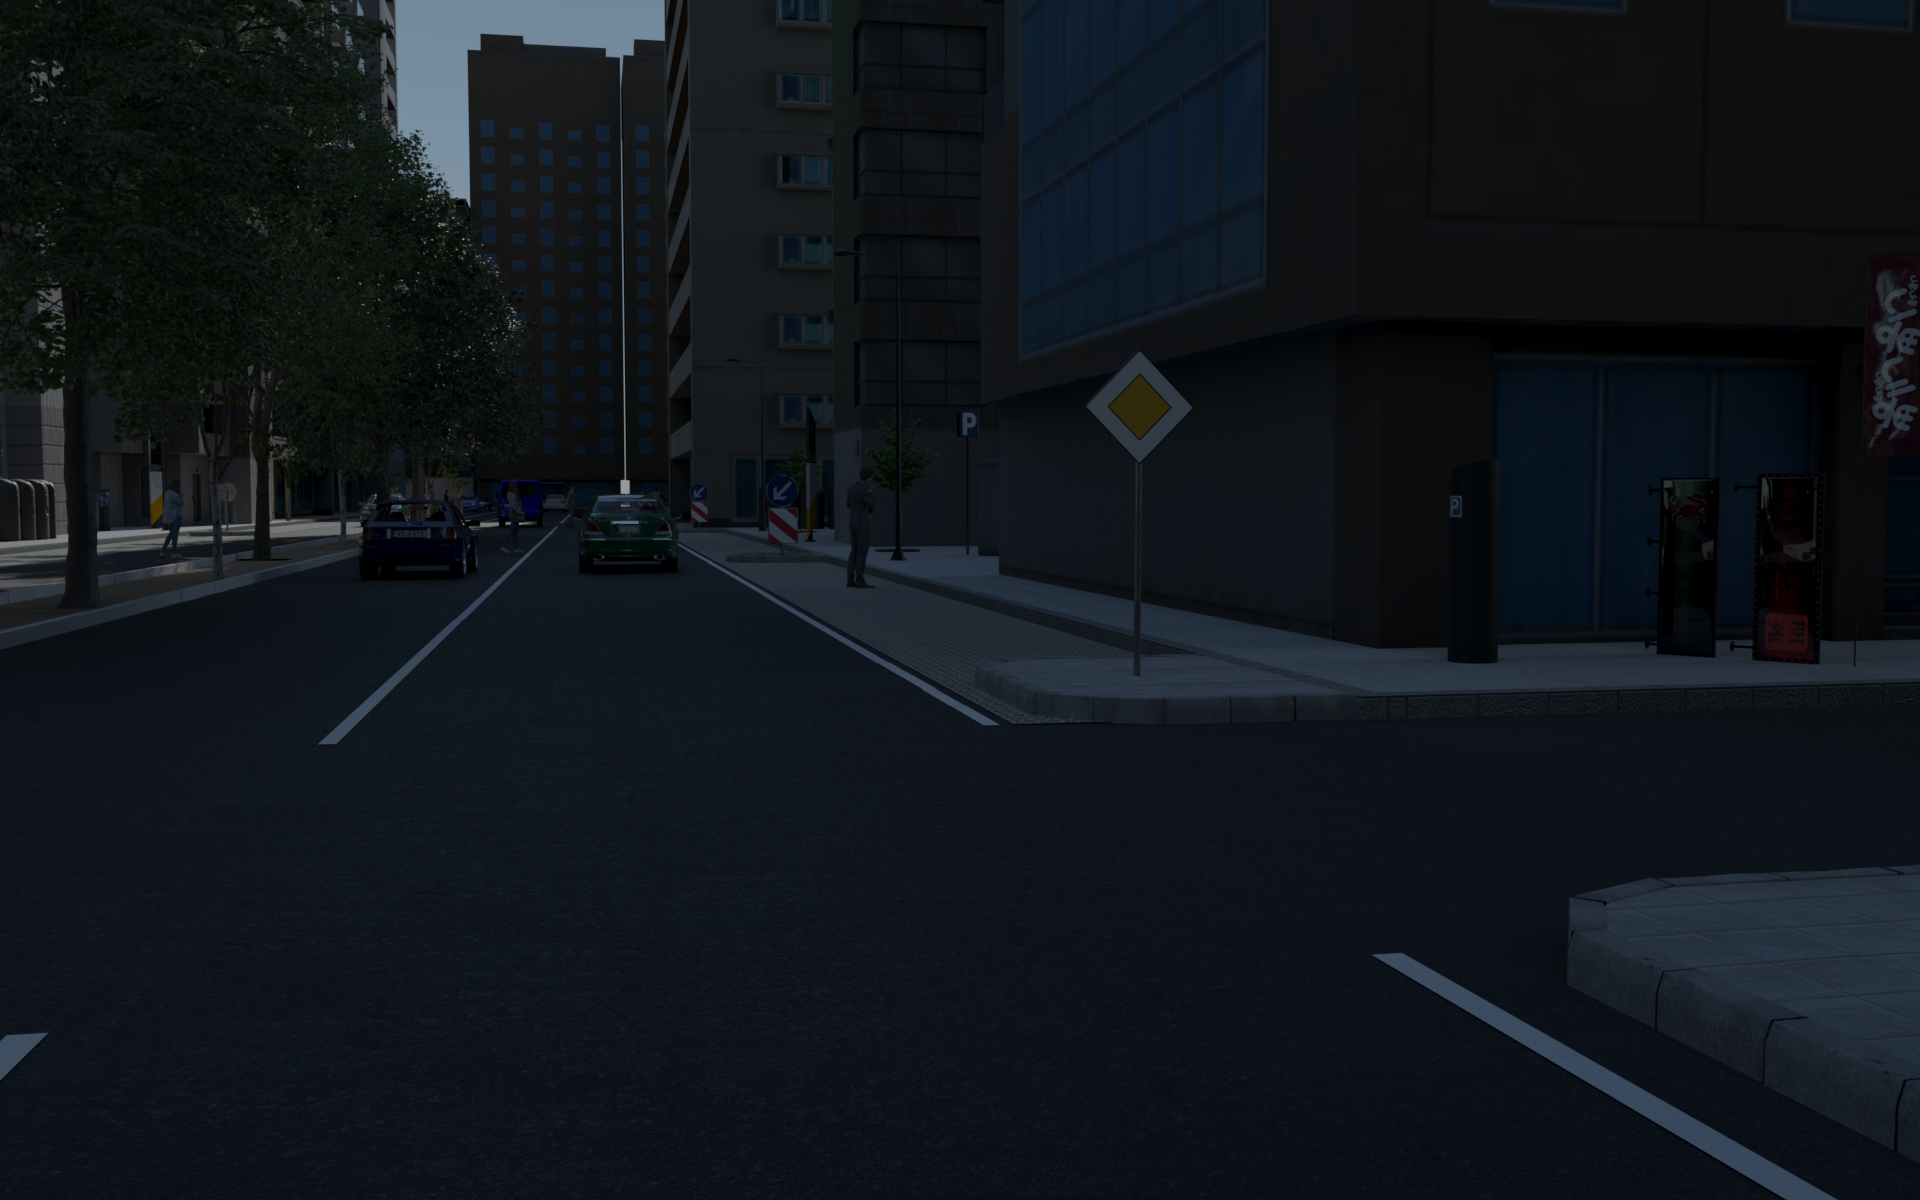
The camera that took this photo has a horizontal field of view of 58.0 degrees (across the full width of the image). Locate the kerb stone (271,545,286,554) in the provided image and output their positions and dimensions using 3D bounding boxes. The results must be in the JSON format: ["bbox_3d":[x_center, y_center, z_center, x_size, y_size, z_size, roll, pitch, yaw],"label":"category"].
[{"bbox_3d":[-16.562,-1.213,42.023,0.120,0.150,1.000,-1,4,-12],"label":"kerb stone"}]

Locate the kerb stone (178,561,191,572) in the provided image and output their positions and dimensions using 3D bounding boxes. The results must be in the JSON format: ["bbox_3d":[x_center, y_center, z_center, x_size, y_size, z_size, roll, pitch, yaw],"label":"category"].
[{"bbox_3d":[-14.433,-0.600,32.003,0.120,0.150,1.000,-1,4,-12],"label":"kerb stone"}]

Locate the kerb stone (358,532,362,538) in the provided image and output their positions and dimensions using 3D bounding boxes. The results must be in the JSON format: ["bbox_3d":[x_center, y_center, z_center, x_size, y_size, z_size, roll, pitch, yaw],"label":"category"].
[{"bbox_3d":[-19.550,-2.072,56.072,0.120,0.150,1.000,-1,4,-12],"label":"kerb stone"}]

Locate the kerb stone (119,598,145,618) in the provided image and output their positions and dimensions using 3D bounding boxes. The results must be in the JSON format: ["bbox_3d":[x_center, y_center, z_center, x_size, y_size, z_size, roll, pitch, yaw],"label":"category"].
[{"bbox_3d":[-9.813,0.112,20.374,0.120,0.150,1.000,-1,4,-12],"label":"kerb stone"}]

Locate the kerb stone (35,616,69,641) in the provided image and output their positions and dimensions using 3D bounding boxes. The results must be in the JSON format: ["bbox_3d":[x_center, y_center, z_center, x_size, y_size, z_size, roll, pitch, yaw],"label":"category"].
[{"bbox_3d":[-9.176,0.296,17.362,0.120,0.150,1.000,-1,4,-12],"label":"kerb stone"}]

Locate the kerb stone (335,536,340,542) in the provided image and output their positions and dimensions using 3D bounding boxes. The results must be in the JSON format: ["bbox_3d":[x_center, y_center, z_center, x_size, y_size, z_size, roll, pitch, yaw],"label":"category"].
[{"bbox_3d":[-18.478,-1.760,51.057,0.120,0.150,1.000,-1,4,-12],"label":"kerb stone"}]

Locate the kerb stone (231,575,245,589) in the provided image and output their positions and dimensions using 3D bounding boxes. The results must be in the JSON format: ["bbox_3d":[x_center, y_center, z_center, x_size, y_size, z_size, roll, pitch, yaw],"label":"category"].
[{"bbox_3d":[-11.100,-0.257,26.399,0.120,0.150,1.000,-1,4,-12],"label":"kerb stone"}]

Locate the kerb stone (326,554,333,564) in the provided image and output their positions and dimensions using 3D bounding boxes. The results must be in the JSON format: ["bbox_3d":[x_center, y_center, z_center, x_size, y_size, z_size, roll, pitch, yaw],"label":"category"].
[{"bbox_3d":[-13.017,-0.809,35.422,0.120,0.150,1.000,-1,4,-12],"label":"kerb stone"}]

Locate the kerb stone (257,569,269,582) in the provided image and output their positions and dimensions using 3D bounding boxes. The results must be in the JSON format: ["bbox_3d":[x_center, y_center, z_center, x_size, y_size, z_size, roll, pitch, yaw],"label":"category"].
[{"bbox_3d":[-11.525,-0.380,28.407,0.120,0.150,1.000,-1,4,-12],"label":"kerb stone"}]

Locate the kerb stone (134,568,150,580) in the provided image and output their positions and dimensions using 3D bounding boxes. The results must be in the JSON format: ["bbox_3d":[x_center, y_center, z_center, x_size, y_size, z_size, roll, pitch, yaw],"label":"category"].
[{"bbox_3d":[-13.795,-0.415,28.996,0.120,0.150,1.000,-1,4,-12],"label":"kerb stone"}]

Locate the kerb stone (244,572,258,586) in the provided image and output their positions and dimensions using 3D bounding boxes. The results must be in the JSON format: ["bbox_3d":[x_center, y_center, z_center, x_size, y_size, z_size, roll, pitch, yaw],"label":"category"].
[{"bbox_3d":[-11.310,-0.318,27.400,0.120,0.150,1.000,-1,4,-12],"label":"kerb stone"}]

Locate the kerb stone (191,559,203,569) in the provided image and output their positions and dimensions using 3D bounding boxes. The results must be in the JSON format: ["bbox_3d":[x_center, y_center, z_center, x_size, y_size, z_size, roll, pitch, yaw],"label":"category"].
[{"bbox_3d":[-14.647,-0.661,33.005,0.120,0.150,1.000,-1,4,-12],"label":"kerb stone"}]

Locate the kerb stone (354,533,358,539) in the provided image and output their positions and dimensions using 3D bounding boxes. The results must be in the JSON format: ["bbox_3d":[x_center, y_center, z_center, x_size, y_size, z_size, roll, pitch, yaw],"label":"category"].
[{"bbox_3d":[-19.344,-2.010,55.066,0.120,0.150,1.000,-1,4,-12],"label":"kerb stone"}]

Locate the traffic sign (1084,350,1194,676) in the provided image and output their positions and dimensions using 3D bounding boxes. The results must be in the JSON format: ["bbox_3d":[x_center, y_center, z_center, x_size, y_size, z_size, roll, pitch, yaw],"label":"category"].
[{"bbox_3d":[1.246,-0.520,12.152,0.795,2.450,0.064,-1,4,-12],"label":"traffic sign"}]

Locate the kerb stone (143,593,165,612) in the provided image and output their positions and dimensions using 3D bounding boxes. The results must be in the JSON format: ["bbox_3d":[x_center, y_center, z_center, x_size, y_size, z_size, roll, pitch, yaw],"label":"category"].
[{"bbox_3d":[-10.033,0.050,21.378,0.120,0.150,1.000,-1,4,-12],"label":"kerb stone"}]

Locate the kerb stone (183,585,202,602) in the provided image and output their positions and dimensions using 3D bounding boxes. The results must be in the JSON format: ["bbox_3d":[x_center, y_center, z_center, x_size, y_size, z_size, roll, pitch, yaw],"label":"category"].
[{"bbox_3d":[-10.455,-0.073,23.396,0.120,0.150,1.000,-1,4,-12],"label":"kerb stone"}]

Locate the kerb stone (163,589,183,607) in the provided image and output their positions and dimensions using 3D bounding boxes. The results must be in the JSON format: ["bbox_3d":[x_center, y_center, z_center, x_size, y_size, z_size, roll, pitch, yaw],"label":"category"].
[{"bbox_3d":[-10.252,-0.011,22.383,0.120,0.150,1.000,-1,4,-12],"label":"kerb stone"}]

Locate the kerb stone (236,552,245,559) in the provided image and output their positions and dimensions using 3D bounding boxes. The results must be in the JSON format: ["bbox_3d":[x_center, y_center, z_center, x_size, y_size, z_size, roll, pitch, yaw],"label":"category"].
[{"bbox_3d":[-15.504,-0.898,37.010,0.120,0.150,1.000,-1,4,-12],"label":"kerb stone"}]

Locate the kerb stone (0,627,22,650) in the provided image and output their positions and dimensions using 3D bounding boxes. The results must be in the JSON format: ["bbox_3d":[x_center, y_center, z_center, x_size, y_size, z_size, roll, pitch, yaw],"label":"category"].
[{"bbox_3d":[-8.966,0.357,16.361,0.120,0.150,1.000,-1,4,-12],"label":"kerb stone"}]

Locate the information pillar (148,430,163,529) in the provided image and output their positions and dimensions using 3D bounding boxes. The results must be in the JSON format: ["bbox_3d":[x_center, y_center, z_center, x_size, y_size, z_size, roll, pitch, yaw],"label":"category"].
[{"bbox_3d":[-29.598,-4.425,63.711,0.183,3.616,0.504,2,4,26],"label":"information pillar"}]

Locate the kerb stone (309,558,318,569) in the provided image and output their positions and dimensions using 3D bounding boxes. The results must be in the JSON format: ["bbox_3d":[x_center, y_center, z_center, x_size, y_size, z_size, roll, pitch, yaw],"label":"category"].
[{"bbox_3d":[-12.584,-0.684,33.417,0.120,0.150,1.000,-1,4,-12],"label":"kerb stone"}]

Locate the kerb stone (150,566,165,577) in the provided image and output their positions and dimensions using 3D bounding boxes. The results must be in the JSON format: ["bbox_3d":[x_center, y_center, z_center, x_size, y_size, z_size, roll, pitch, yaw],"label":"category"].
[{"bbox_3d":[-14.008,-0.477,29.996,0.120,0.150,1.000,-1,4,-12],"label":"kerb stone"}]

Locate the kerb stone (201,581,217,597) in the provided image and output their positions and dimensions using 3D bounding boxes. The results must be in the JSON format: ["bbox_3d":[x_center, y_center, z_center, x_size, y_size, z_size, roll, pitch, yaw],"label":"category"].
[{"bbox_3d":[-10.675,-0.134,24.398,0.120,0.150,1.000,-1,4,-12],"label":"kerb stone"}]

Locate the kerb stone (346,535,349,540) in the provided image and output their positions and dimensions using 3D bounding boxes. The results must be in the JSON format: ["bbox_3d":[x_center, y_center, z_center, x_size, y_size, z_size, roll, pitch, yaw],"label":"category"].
[{"bbox_3d":[-18.919,-1.888,53.057,0.120,0.150,1.000,-1,4,-12],"label":"kerb stone"}]

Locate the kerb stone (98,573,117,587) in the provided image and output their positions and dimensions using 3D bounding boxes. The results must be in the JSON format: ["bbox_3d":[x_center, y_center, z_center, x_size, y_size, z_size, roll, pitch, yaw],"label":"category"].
[{"bbox_3d":[-13.376,-0.291,26.983,0.120,0.150,1.000,-1,4,-12],"label":"kerb stone"}]

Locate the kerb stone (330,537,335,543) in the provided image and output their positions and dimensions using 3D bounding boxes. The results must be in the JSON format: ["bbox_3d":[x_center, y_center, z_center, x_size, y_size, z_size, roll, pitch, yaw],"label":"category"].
[{"bbox_3d":[-18.277,-1.704,50.054,0.120,0.150,1.000,-1,4,-12],"label":"kerb stone"}]

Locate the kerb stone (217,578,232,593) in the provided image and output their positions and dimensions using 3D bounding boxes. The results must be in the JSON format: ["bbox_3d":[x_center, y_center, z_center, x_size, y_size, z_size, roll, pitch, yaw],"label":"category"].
[{"bbox_3d":[-10.883,-0.196,25.400,0.120,0.150,1.000,-1,4,-12],"label":"kerb stone"}]

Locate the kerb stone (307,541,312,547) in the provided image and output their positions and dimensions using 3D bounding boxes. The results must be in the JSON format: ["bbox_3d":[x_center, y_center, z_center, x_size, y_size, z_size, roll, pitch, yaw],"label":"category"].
[{"bbox_3d":[-17.428,-1.459,46.046,0.120,0.150,1.000,-1,4,-12],"label":"kerb stone"}]

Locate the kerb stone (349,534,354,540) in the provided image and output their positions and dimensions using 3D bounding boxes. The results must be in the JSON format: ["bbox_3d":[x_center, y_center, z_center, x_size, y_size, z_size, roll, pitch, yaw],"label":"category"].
[{"bbox_3d":[-19.128,-1.949,54.061,0.120,0.150,1.000,-1,4,-12],"label":"kerb stone"}]

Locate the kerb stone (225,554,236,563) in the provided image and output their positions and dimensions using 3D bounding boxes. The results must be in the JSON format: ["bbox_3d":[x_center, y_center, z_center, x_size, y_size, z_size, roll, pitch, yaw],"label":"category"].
[{"bbox_3d":[-15.283,-0.839,36.012,0.120,0.150,1.000,-1,4,-12],"label":"kerb stone"}]

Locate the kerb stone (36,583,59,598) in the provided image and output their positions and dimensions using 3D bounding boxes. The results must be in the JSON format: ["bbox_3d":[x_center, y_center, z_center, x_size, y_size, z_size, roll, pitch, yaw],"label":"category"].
[{"bbox_3d":[-12.724,-0.104,23.964,0.120,0.150,1.000,-1,4,-12],"label":"kerb stone"}]

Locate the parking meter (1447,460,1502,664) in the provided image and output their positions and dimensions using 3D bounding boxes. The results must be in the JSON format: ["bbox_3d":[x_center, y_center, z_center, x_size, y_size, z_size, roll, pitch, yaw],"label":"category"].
[{"bbox_3d":[3.926,-0.294,13.222,0.372,1.533,0.369,0,3,0],"label":"parking meter"}]

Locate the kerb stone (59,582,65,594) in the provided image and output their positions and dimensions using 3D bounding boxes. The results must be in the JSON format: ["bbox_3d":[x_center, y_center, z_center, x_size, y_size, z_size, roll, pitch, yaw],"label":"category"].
[{"bbox_3d":[-12.944,-0.164,24.971,0.120,0.150,1.000,-1,4,-12],"label":"kerb stone"}]

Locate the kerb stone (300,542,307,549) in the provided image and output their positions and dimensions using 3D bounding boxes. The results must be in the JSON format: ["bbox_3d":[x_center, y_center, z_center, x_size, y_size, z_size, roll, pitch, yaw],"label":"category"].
[{"bbox_3d":[-17.208,-1.398,45.048,0.120,0.150,1.000,-1,4,-12],"label":"kerb stone"}]

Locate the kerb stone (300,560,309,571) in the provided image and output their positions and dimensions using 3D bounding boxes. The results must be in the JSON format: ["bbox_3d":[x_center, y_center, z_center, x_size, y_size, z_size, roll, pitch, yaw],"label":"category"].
[{"bbox_3d":[-12.374,-0.618,32.417,0.120,0.150,1.000,-1,4,-12],"label":"kerb stone"}]

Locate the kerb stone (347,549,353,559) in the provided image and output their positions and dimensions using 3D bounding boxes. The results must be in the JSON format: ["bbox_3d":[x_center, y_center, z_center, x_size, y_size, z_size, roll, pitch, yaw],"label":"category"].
[{"bbox_3d":[-13.661,-0.987,38.441,0.120,0.150,1.000,-1,4,-12],"label":"kerb stone"}]

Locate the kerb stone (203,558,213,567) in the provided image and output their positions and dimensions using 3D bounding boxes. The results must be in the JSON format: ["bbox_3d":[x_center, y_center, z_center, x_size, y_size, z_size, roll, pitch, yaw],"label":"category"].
[{"bbox_3d":[-14.860,-0.722,34.011,0.120,0.150,1.000,-1,4,-12],"label":"kerb stone"}]

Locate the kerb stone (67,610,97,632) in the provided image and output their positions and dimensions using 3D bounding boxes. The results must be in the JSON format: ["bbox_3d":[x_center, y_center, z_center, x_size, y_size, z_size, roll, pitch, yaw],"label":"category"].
[{"bbox_3d":[-9.390,0.235,18.366,0.120,0.150,1.000,-1,4,-12],"label":"kerb stone"}]

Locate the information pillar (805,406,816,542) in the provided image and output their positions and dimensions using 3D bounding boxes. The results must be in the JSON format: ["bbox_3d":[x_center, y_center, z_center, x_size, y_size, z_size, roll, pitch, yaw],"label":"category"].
[{"bbox_3d":[-4.003,-3.375,46.540,0.183,3.616,0.504,1,4,17],"label":"information pillar"}]

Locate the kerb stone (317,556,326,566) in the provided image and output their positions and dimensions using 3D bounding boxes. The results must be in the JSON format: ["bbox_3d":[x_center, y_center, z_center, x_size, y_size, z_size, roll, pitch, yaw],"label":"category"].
[{"bbox_3d":[-12.794,-0.748,34.424,0.120,0.150,1.000,-1,4,-12],"label":"kerb stone"}]

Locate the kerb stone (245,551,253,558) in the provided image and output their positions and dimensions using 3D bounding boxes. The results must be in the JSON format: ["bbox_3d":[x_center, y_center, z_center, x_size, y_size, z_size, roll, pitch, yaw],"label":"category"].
[{"bbox_3d":[-15.709,-0.967,38.015,0.120,0.150,1.000,-1,4,-12],"label":"kerb stone"}]

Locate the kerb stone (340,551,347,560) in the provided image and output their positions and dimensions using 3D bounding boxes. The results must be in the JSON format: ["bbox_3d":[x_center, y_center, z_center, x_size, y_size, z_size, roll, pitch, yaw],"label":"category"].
[{"bbox_3d":[-13.451,-0.932,37.441,0.120,0.150,1.000,-1,4,-12],"label":"kerb stone"}]

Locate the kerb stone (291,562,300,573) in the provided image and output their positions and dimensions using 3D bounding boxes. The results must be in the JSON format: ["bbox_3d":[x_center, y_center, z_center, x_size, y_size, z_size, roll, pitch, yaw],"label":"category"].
[{"bbox_3d":[-12.165,-0.564,31.415,0.120,0.150,1.000,-1,4,-12],"label":"kerb stone"}]

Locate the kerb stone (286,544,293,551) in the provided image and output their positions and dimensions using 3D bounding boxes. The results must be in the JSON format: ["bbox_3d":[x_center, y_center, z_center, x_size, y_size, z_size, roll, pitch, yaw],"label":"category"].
[{"bbox_3d":[-16.780,-1.274,43.025,0.120,0.150,1.000,-1,4,-12],"label":"kerb stone"}]

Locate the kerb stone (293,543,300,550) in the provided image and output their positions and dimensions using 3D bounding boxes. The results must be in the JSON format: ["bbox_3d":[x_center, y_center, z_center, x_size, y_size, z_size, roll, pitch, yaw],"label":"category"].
[{"bbox_3d":[-16.992,-1.336,44.034,0.120,0.150,1.000,-1,4,-12],"label":"kerb stone"}]

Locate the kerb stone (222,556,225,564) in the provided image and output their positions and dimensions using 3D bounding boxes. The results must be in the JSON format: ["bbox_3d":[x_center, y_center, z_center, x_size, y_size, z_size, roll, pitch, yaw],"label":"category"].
[{"bbox_3d":[-15.070,-0.780,35.012,0.120,0.150,1.000,-1,4,-12],"label":"kerb stone"}]

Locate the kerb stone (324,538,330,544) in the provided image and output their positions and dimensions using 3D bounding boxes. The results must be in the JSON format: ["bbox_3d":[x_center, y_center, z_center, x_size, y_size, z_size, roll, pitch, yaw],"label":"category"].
[{"bbox_3d":[-18.063,-1.643,49.054,0.120,0.150,1.000,-1,4,-12],"label":"kerb stone"}]

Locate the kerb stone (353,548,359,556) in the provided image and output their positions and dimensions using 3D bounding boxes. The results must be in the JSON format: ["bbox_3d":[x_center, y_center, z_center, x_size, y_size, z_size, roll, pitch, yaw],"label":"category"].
[{"bbox_3d":[-13.878,-1.055,39.440,0.120,0.150,1.000,-1,4,-12],"label":"kerb stone"}]

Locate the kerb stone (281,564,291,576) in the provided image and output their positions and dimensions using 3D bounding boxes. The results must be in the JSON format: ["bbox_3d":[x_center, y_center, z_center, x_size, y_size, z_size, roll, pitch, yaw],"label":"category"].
[{"bbox_3d":[-11.948,-0.501,30.412,0.120,0.150,1.000,-1,4,-12],"label":"kerb stone"}]

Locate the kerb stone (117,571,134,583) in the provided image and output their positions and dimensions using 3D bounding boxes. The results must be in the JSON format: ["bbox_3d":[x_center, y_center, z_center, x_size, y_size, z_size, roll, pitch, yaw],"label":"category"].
[{"bbox_3d":[-13.578,-0.353,27.990,0.120,0.150,1.000,-1,4,-12],"label":"kerb stone"}]

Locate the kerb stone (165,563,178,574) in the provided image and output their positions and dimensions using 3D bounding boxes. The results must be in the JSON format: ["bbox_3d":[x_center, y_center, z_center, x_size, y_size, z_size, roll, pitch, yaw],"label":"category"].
[{"bbox_3d":[-14.221,-0.534,30.999,0.120,0.150,1.000,-1,4,-12],"label":"kerb stone"}]

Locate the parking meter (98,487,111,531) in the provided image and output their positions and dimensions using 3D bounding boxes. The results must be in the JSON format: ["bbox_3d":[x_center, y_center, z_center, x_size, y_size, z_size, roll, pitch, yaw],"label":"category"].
[{"bbox_3d":[-29.666,-3.157,60.030,0.372,1.533,0.369,0,3,0],"label":"parking meter"}]

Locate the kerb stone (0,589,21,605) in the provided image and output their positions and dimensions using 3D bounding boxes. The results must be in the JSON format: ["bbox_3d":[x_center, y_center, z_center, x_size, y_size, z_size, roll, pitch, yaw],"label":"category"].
[{"bbox_3d":[-12.511,-0.047,22.963,0.120,0.150,1.000,-1,4,-12],"label":"kerb stone"}]

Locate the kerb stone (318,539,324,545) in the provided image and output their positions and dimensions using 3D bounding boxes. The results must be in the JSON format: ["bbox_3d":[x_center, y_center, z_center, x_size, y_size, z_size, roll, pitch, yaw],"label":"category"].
[{"bbox_3d":[-17.847,-1.582,48.055,0.120,0.150,1.000,-1,4,-12],"label":"kerb stone"}]

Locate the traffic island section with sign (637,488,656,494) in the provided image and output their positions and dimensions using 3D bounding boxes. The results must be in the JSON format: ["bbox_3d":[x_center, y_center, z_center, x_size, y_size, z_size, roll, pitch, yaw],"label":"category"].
[{"bbox_3d":[-25.566,-7.936,138.380,1.989,1.847,2.006,-1,4,-12],"label":"traffic island section with sign"}]

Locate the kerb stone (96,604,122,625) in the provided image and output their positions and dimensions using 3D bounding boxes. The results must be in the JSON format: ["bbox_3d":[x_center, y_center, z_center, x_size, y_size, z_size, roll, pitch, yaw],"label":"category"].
[{"bbox_3d":[-9.597,0.180,19.371,0.120,0.150,1.000,-1,4,-12],"label":"kerb stone"}]

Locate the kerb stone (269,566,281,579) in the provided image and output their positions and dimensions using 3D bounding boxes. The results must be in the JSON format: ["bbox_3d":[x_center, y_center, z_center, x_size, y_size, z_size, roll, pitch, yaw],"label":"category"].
[{"bbox_3d":[-11.735,-0.441,29.411,0.120,0.150,1.000,-1,4,-12],"label":"kerb stone"}]

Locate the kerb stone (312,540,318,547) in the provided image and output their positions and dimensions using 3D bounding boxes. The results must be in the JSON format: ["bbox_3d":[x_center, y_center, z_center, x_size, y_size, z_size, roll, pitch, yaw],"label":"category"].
[{"bbox_3d":[-17.637,-1.520,47.047,0.120,0.150,1.000,-1,4,-12],"label":"kerb stone"}]

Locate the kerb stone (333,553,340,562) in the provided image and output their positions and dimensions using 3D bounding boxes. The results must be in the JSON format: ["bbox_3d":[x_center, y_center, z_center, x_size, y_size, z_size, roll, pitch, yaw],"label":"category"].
[{"bbox_3d":[-13.232,-0.871,36.431,0.120,0.150,1.000,-1,4,-12],"label":"kerb stone"}]
